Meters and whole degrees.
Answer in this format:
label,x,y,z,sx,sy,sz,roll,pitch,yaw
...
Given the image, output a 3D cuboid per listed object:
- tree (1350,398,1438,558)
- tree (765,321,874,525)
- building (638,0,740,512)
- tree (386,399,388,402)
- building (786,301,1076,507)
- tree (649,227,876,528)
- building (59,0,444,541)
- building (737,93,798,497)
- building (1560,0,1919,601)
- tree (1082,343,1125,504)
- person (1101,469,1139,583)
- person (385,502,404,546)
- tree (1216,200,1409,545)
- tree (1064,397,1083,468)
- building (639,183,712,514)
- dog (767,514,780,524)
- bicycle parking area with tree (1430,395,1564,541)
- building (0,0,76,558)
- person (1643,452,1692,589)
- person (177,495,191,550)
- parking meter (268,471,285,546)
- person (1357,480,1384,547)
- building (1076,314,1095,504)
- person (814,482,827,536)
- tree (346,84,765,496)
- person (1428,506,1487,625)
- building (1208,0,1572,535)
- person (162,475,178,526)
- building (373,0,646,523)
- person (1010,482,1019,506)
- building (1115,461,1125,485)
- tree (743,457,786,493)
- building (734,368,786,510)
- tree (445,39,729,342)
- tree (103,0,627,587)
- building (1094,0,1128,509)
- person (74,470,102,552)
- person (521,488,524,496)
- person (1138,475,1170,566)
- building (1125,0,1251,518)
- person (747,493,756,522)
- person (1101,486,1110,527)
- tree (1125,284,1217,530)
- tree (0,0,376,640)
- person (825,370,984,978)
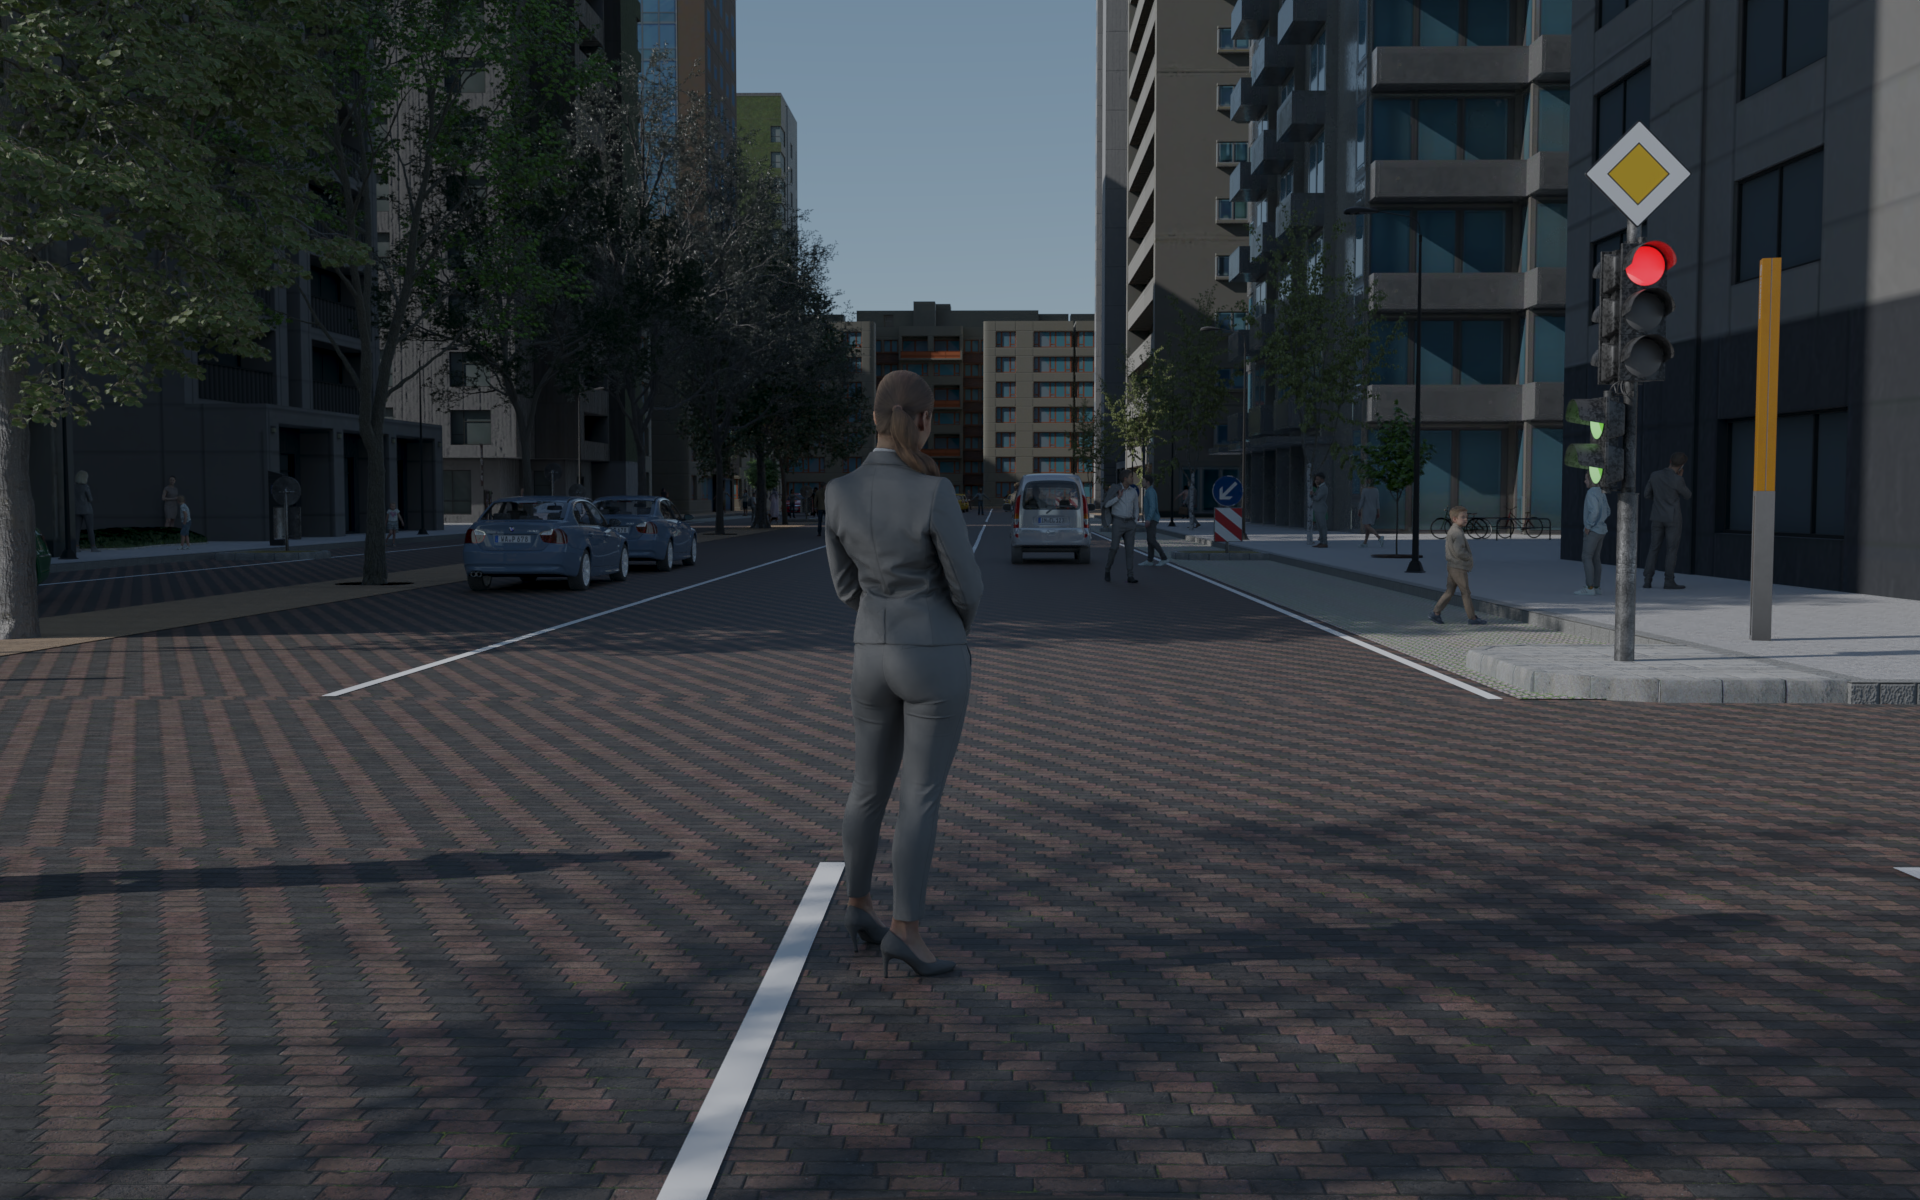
label,x,y,z,sx,sy,sz,roll,pitch,yaw
tree,8.699,-2.469,34.965,1.663,3.219,1.824,0,3,0
tree,-8.106,-8.790,80.594,8.767,10.594,7.601,0,4,1
building,-23.933,-29.010,124.421,14.600,45.320,14.200,0,4,1
tree,-25.468,-7.395,71.273,4.360,8.622,3.978,0,3,0
building,-2.813,-20.923,187.135,28.899,21.520,27.650,0,4,1
tree,-8.272,-9.320,71.841,9.611,12.733,9.660,0,3,0
building,-28.704,-37.741,55.319,20.563,71.187,20.611,0,4,1
building,-24.453,-30.375,180.223,14.086,41.232,14.154,0,4,1
building,21.761,-35.674,21.521,20.611,71.187,20.563,0,4,1
tree,8.549,-8.081,82.494,4.737,8.622,4.395,0,3,0
person,2.598,-1.193,28.109,0.679,1.850,0.850,-2,4,-25
person,-15.599,-2.092,47.720,0.505,1.210,0.382,-2,4,-32
tree,8.868,-5.685,43.307,4.737,8.622,4.395,0,3,0
tree,9.831,-10.988,130.010,4.737,8.622,4.395,0,3,0
building,-31.143,-15.826,103.794,27.650,21.520,28.899,0,4,1
dog,-8.922,-3.888,82.852,0.406,0.507,0.540,2,4,30
bicycle parking area with tree,18.093,-3.672,47.045,9.016,4.147,8.231,0,4,-6
building,-29.149,-24.488,24.085,21.300,48.544,21.600,0,4,1
person,9.590,-1.079,23.490,0.447,1.846,0.655,-3,4,-38
person,-17.938,-1.792,40.018,0.352,1.250,0.332,1,4,17
parking meter,-16.942,-2.282,43.027,0.399,1.863,0.255,0,4,-4
person,9.864,-2.123,41.499,0.760,1.731,0.466,3,5,42
building,26.314,-20.884,186.497,28.899,21.520,27.650,0,4,1
person,-4.606,-3.084,58.838,0.656,1.842,0.836,-2,4,-25
tree,-9.157,-6.129,37.085,8.767,10.594,7.601,0,4,1
person,5.424,-0.375,18.908,0.640,1.303,0.475,-1,4,-9
building,22.691,-27.352,66.811,23.786,49.044,30.456,0,4,1
person,-21.103,-2.445,46.359,0.374,1.781,0.599,1,4,21
building,-23.362,-18.965,81.781,14.160,30.474,14.107,0,4,1
person,1.657,-2.398,48.249,0.362,1.759,0.519,-2,4,-35
building,22.223,-41.902,123.352,20.563,71.187,20.611,0,4,1
tree,-15.343,-9.323,136.139,4.285,4.588,4.351,0,3,0
building,-31.508,-18.671,150.304,28.899,21.520,27.650,0,4,1
tree,-8.679,-8.199,46.874,12.009,13.543,11.850,0,3,0
tree,-9.073,-6.024,26.700,9.928,11.665,9.643,0,3,0
building,22.088,-37.071,148.114,21.231,58.520,28.212,0,4,1
person,-19.384,-1.961,38.295,0.537,1.800,0.526,1,4,21
person,-17.178,-3.814,68.497,0.778,1.811,0.616,3,5,43
person,3.875,-1.594,34.583,0.620,1.820,0.660,0,4,2
building,21.399,-29.314,102.991,21.300,48.544,21.600,0,4,1
person,-10.520,-4.708,88.068,0.503,1.515,0.523,2,4,29
person,5.921,-3.739,70.177,0.519,1.759,0.362,-3,5,-40
tree,8.174,-6.785,61.290,4.737,8.622,4.395,0,3,0
tree,-9.451,-5.910,17.218,7.486,12.596,7.792,0,3,0
person,-0.139,0.216,5.236,0.520,1.790,0.573,1,4,18
